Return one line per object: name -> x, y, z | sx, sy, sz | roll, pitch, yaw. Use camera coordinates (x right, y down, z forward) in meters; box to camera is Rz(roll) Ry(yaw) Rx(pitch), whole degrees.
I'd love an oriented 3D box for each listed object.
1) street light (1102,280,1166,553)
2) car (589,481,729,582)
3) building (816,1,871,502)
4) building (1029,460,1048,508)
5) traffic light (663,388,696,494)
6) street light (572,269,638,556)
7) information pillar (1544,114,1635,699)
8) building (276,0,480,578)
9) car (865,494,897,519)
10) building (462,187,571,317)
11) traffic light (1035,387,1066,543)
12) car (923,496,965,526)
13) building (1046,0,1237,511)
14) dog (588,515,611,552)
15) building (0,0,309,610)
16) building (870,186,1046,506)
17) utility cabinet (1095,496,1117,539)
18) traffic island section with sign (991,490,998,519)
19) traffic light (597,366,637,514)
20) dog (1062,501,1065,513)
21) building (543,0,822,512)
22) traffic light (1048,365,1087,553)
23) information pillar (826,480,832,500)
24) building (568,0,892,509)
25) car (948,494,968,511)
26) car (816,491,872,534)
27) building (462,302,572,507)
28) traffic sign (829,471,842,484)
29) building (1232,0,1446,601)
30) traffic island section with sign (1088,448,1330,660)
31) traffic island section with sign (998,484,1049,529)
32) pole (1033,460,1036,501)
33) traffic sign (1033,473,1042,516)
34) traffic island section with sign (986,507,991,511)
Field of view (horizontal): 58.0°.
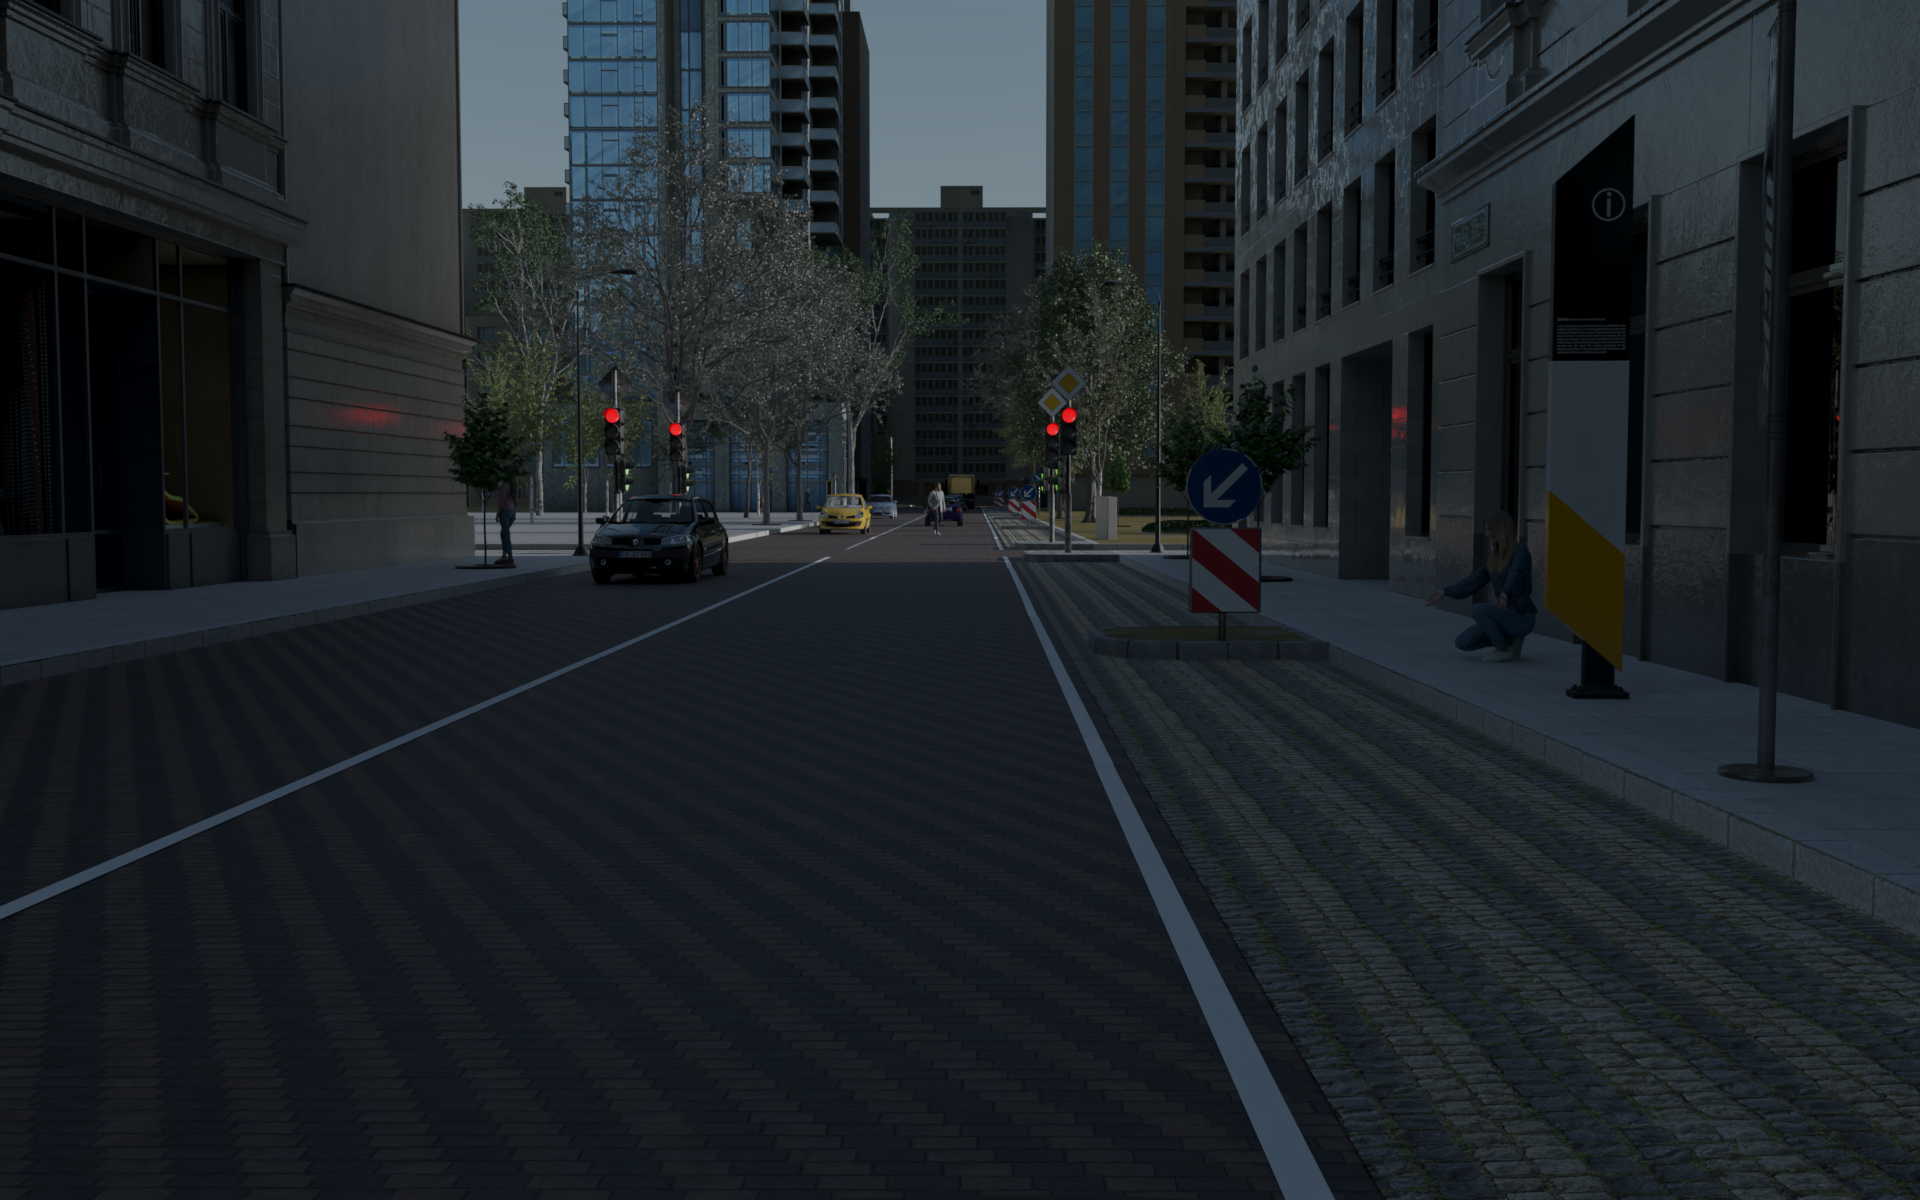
street light -> 3.788, -3.990, 37.782 | 1.470, 5.913, 1.316 | 0, 4, 0
car -> -5.045, -1.196, 29.343 | 2.009, 1.686, 4.222 | 0, 4, 2
building -> -15.591, -31.150, 159.410 | 14.600, 45.320, 14.200 | 0, 4, 0
building -> 17.911, -51.502, 154.732 | 22.319, 86.520, 31.000 | 0, 4, 0
traffic light -> -7.447, -3.483, 45.862 | 0.839, 4.253, 0.868 | 0, 4, 0
street light -> -7.347, -3.873, 35.864 | 1.470, 5.913, 1.316 | 0, 4, 0
information pillar -> 3.935, -1.190, 10.814 | 0.504, 3.616, 0.183 | 0, 4, 5
building -> -19.154, -10.156, 30.678 | 19.286, 19.102, 10.561 | 0, 4, 0
car -> -4.673, -5.486, 101.703 | 2.014, 1.417, 4.499 | 0, 4, 1
building -> -52.727, -32.413, 221.830 | 23.993, 40.220, 32.217 | 0, 4, 0
traffic light -> 2.414, -3.478, 45.792 | 0.839, 4.253, 0.868 | 0, 4, 0
car -> -0.732, -4.037, 78.588 | 1.945, 1.354, 3.894 | 0, 4, 0
building -> 13.776, -29.534, 132.991 | 14.600, 45.320, 14.200 | 0, 4, 0
dog -> -8.171, -1.495, 38.822 | 0.800, 0.831, 0.513 | -1, 4, -20
building -> -14.695, -9.482, 5.948 | 10.553, 20.767, 40.483 | 0, 4, 0
building -> 0.159, -32.359, 220.957 | 23.993, 40.220, 32.217 | 0, 4, 0
utility cabinet -> 4.175, -2.340, 49.421 | 0.306, 1.237, 1.020 | -1, 4, -15
traffic island section with sign -> 2.909, -5.440, 97.580 | 1.989, 1.847, 2.006 | 0, 4, 0
traffic light -> -7.516, -2.994, 37.877 | 0.839, 4.253, 0.868 | 0, 4, 0
dog -> 7.261, -6.445, 119.751 | 0.513, 0.831, 0.800 | 2, 4, 35
building -> -19.292, -50.292, 134.947 | 22.319, 86.520, 31.000 | 0, 4, 0
traffic light -> 2.345, -2.990, 37.807 | 0.839, 4.253, 0.868 | 0, 4, 0
information pillar -> -7.078, -5.450, 93.602 | 0.304, 2.012, 0.304 | -1, 4, -9
building -> -23.336, -53.314, 184.349 | 31.000, 86.520, 22.319 | 0, 4, 0
car -> -0.407, -8.125, 144.645 | 2.131, 1.459, 4.920 | 0, 4, 0
car -> -4.174, -3.223, 62.914 | 2.015, 1.641, 3.980 | 0, 4, 0
building -> -53.528, -20.654, 182.726 | 28.899, 21.520, 27.650 | 0, 4, 0
traffic sign -> -7.123, -6.062, 98.849 | 0.795, 2.593, 0.064 | 0, 4, 3
building -> 10.898, -10.581, 27.756 | 10.420, 20.320, 16.860 | 0, 4, 0
traffic island section with sign -> 2.194, -0.439, 15.805 | 1.989, 1.847, 2.006 | 0, 4, 0
traffic island section with sign -> 2.669, -3.792, 70.626 | 1.989, 1.847, 2.006 | 0, 4, 0
pole -> 4.510, -6.793, 104.914 | 0.158, 3.312, 0.155 | 0, 3, 0
traffic sign -> 4.623, -6.186, 101.240 | 0.768, 2.556, 0.104 | 1, 4, 9
traffic island section with sign -> 3.353, -8.541, 148.276 | 1.989, 1.847, 2.006 | 0, 4, 0
